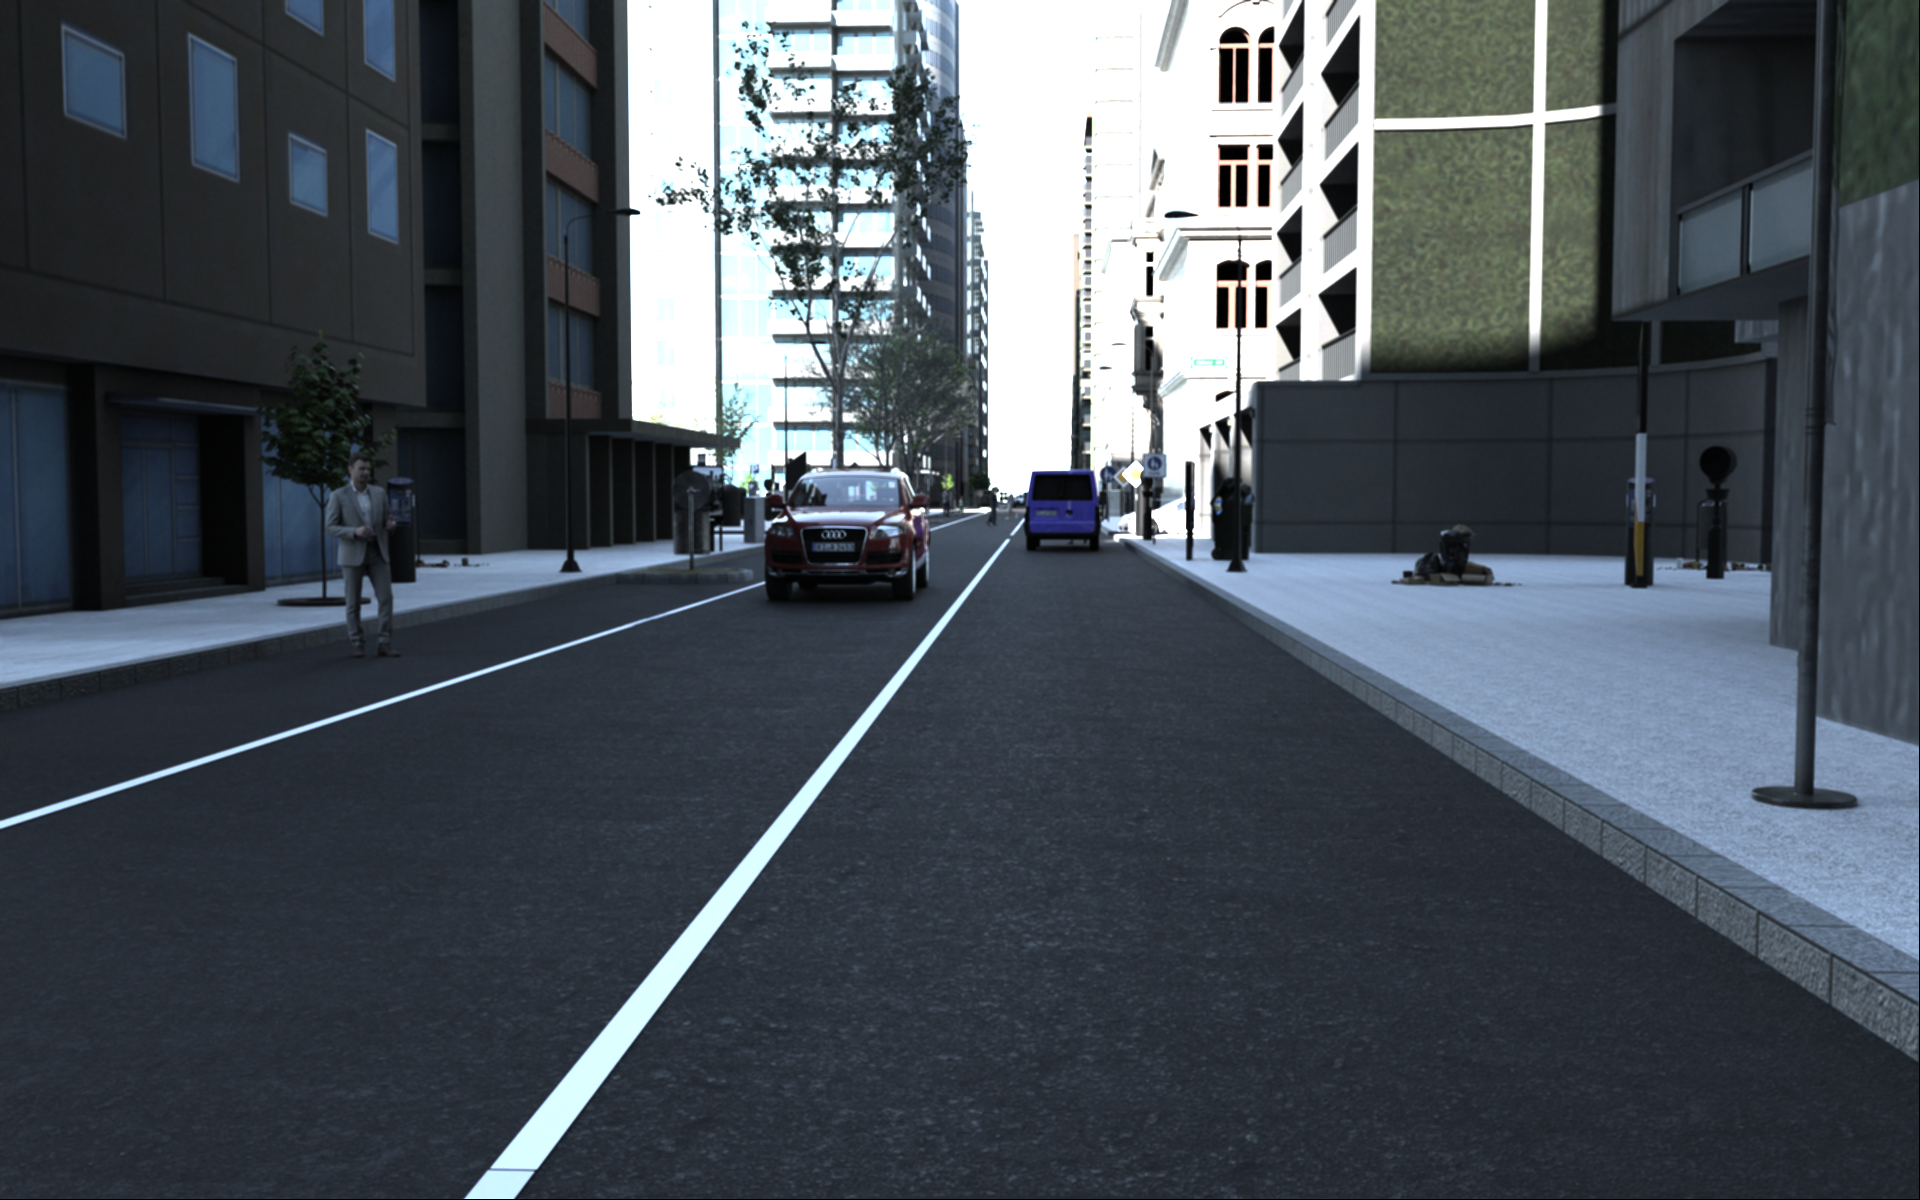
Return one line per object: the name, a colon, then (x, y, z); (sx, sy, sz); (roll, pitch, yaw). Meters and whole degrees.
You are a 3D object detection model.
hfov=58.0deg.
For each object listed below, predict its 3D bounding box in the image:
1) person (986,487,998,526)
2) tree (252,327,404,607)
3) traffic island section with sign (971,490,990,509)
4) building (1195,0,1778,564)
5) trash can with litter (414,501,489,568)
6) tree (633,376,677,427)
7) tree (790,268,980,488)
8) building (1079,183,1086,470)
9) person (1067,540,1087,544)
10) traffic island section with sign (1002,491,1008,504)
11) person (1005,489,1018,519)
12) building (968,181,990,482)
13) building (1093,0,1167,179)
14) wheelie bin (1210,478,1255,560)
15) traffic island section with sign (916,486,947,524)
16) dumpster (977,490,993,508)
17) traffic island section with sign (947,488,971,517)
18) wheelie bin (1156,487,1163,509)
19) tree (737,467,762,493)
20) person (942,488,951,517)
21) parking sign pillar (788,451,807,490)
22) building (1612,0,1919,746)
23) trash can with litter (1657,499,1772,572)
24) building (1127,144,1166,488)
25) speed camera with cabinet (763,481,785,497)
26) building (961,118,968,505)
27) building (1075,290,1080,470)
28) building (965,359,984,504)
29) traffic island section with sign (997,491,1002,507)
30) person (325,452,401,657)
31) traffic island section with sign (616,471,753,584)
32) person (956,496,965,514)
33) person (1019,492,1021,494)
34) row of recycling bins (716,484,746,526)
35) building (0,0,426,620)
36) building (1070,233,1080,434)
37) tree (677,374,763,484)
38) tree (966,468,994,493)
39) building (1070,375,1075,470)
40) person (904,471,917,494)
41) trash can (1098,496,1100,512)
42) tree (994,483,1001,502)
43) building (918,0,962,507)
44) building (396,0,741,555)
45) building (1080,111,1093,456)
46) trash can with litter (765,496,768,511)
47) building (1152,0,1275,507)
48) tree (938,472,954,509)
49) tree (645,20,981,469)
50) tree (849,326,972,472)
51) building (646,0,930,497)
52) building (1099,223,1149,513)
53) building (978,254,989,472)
person: (1.476, -4.270, 78.738); (0.534, 1.772, 0.576); (-1, 4, -15)
tree: (-7.324, -1.568, 20.233); (1.663, 3.219, 1.824); (0, 3, 0)
traffic island section with sign: (1.914, -9.318, 160.984); (1.989, 1.847, 2.006); (0, 4, 3)
building: (16.815, -36.770, 39.441); (20.563, 71.187, 20.611); (0, 4, 3)
trash can with litter: (-9.359, -1.186, 30.444); (2.233, 1.210, 1.678); (-2, 4, -29)
tree: (-19.223, -9.602, 107.361); (4.737, 8.622, 4.395); (0, 3, 0)
tree: (-4.099, -11.299, 95.100); (12.009, 13.543, 11.850); (0, 3, 0)
building: (22.902, -33.400, 229.689); (14.154, 41.232, 14.086); (0, 4, 3)
person: (3.306, -2.515, 49.712); (0.616, 1.811, 0.778); (3, 5, 43)
traffic island section with sign: (5.909, -14.346, 243.184); (1.989, 1.847, 2.006); (0, 4, 3)
person: (2.955, -5.497, 99.121); (0.760, 1.731, 0.466); (1, 4, 18)
building: (-7.437, -39.471, 264.964); (23.786, 49.044, 30.456); (0, 4, 3)
building: (18.143, -28.289, 146.127); (14.154, 41.232, 14.086); (0, 4, 3)
wheelie bin: (5.332, -1.580, 33.746); (0.693, 1.594, 0.980); (3, 4, 37)
traffic island section with sign: (-1.795, -4.618, 84.135); (1.989, 1.847, 2.006); (0, 4, 3)
dumpster: (2.531, -9.758, 167.763); (1.865, 1.857, 1.264); (0, 4, 2)
traffic island section with sign: (-0.495, -6.269, 111.126); (1.989, 1.847, 2.006); (0, 4, 3)
wheelie bin: (8.815, -4.315, 78.457); (0.980, 1.594, 0.693); (0, 4, -5)
tree: (-15.135, -7.894, 123.664); (1.663, 3.219, 1.824); (0, 3, 0)
person: (-0.856, -6.172, 109.600); (0.592, 1.802, 0.473); (-3, 4, -38)
parking sign pillar: (-10.207, -7.287, 107.620); (1.447, 3.967, 1.447); (-1, 4, -21)
building: (12.033, -19.978, 10.231); (14.154, 41.232, 14.086); (0, 4, 3)
trash can with litter: (12.942, -1.103, 29.091); (1.678, 1.210, 2.233); (-3, 4, -37)
building: (16.946, -17.126, 99.089); (14.460, 24.649, 34.723); (0, 4, 3)
speed camera with cabinet: (-12.796, -7.787, 121.653); (2.038, 3.252, 0.660); (1, 4, 19)
building: (-6.301, -33.798, 202.703); (14.600, 45.320, 14.200); (0, 4, 3)
building: (23.250, -28.892, 244.087); (14.160, 30.474, 14.107); (0, 4, 3)
building: (-11.044, -23.932, 236.321); (27.650, 21.520, 28.899); (0, 4, 3)
traffic island section with sign: (3.255, -10.997, 188.431); (1.989, 1.847, 2.006); (0, 4, 3)
person: (-5.201, -0.397, 15.190); (0.583, 1.804, 0.606); (3, 5, 44)
traffic island section with sign: (-4.489, -1.226, 28.667); (1.989, 1.847, 2.006); (0, 4, 3)
person: (0.043, -6.229, 114.586); (0.590, 1.304, 0.306); (1, 4, 19)
person: (8.601, -14.598, 247.625); (0.683, 1.767, 0.568); (2, 4, 28)
row of recycling bins: (-10.425, -3.762, 68.619); (3.534, 1.692, 1.069); (-1, 4, -23)
building: (-15.977, -22.649, 20.415); (14.600, 45.320, 14.200); (0, 4, 3)
building: (25.374, -38.956, 287.033); (14.600, 45.320, 14.200); (0, 4, 3)
tree: (-14.207, -9.495, 105.599); (4.737, 8.622, 4.395); (0, 3, 0)
tree: (2.449, -14.082, 213.946); (4.285, 4.588, 4.351); (0, 3, 0)
building: (30.951, -25.715, 265.476); (27.650, 21.520, 28.899); (0, 4, 3)
person: (-0.912, -1.276, 29.463); (0.850, 1.850, 0.679); (-2, 4, -30)
trash can: (9.348, -6.340, 115.319); (0.748, 1.137, 0.748); (0, 3, 0)
tree: (6.182, -18.481, 296.769); (1.663, 3.219, 1.824); (0, 3, 0)
building: (-11.082, -39.086, 181.053); (21.231, 58.520, 28.212); (0, 4, 3)
building: (-21.758, -23.735, 42.694); (28.867, 44.769, 22.147); (0, 4, 3)
building: (24.855, -33.089, 195.622); (22.147, 44.769, 28.867); (0, 4, 3)
trash can with litter: (-9.958, -4.940, 91.821); (1.678, 1.210, 2.233); (2, 4, 33)
building: (19.506, -17.123, 67.346); (23.554, 28.519, 14.401); (0, 4, 3)
tree: (-0.944, -9.571, 151.082); (1.663, 3.219, 1.824); (0, 3, 0)
tree: (-6.393, -13.175, 71.302); (12.611, 20.169, 13.585); (0, 3, 0)
tree: (-3.081, -11.006, 105.701); (9.928, 11.665, 9.643); (0, 3, 0)
building: (-14.228, -32.573, 152.181); (23.786, 49.044, 30.456); (0, 4, 3)
building: (15.312, -16.935, 126.042); (9.793, 20.994, 18.267); (0, 4, 3)
building: (-2.370, -36.939, 287.542); (14.154, 41.232, 14.086); (0, 4, 3)
